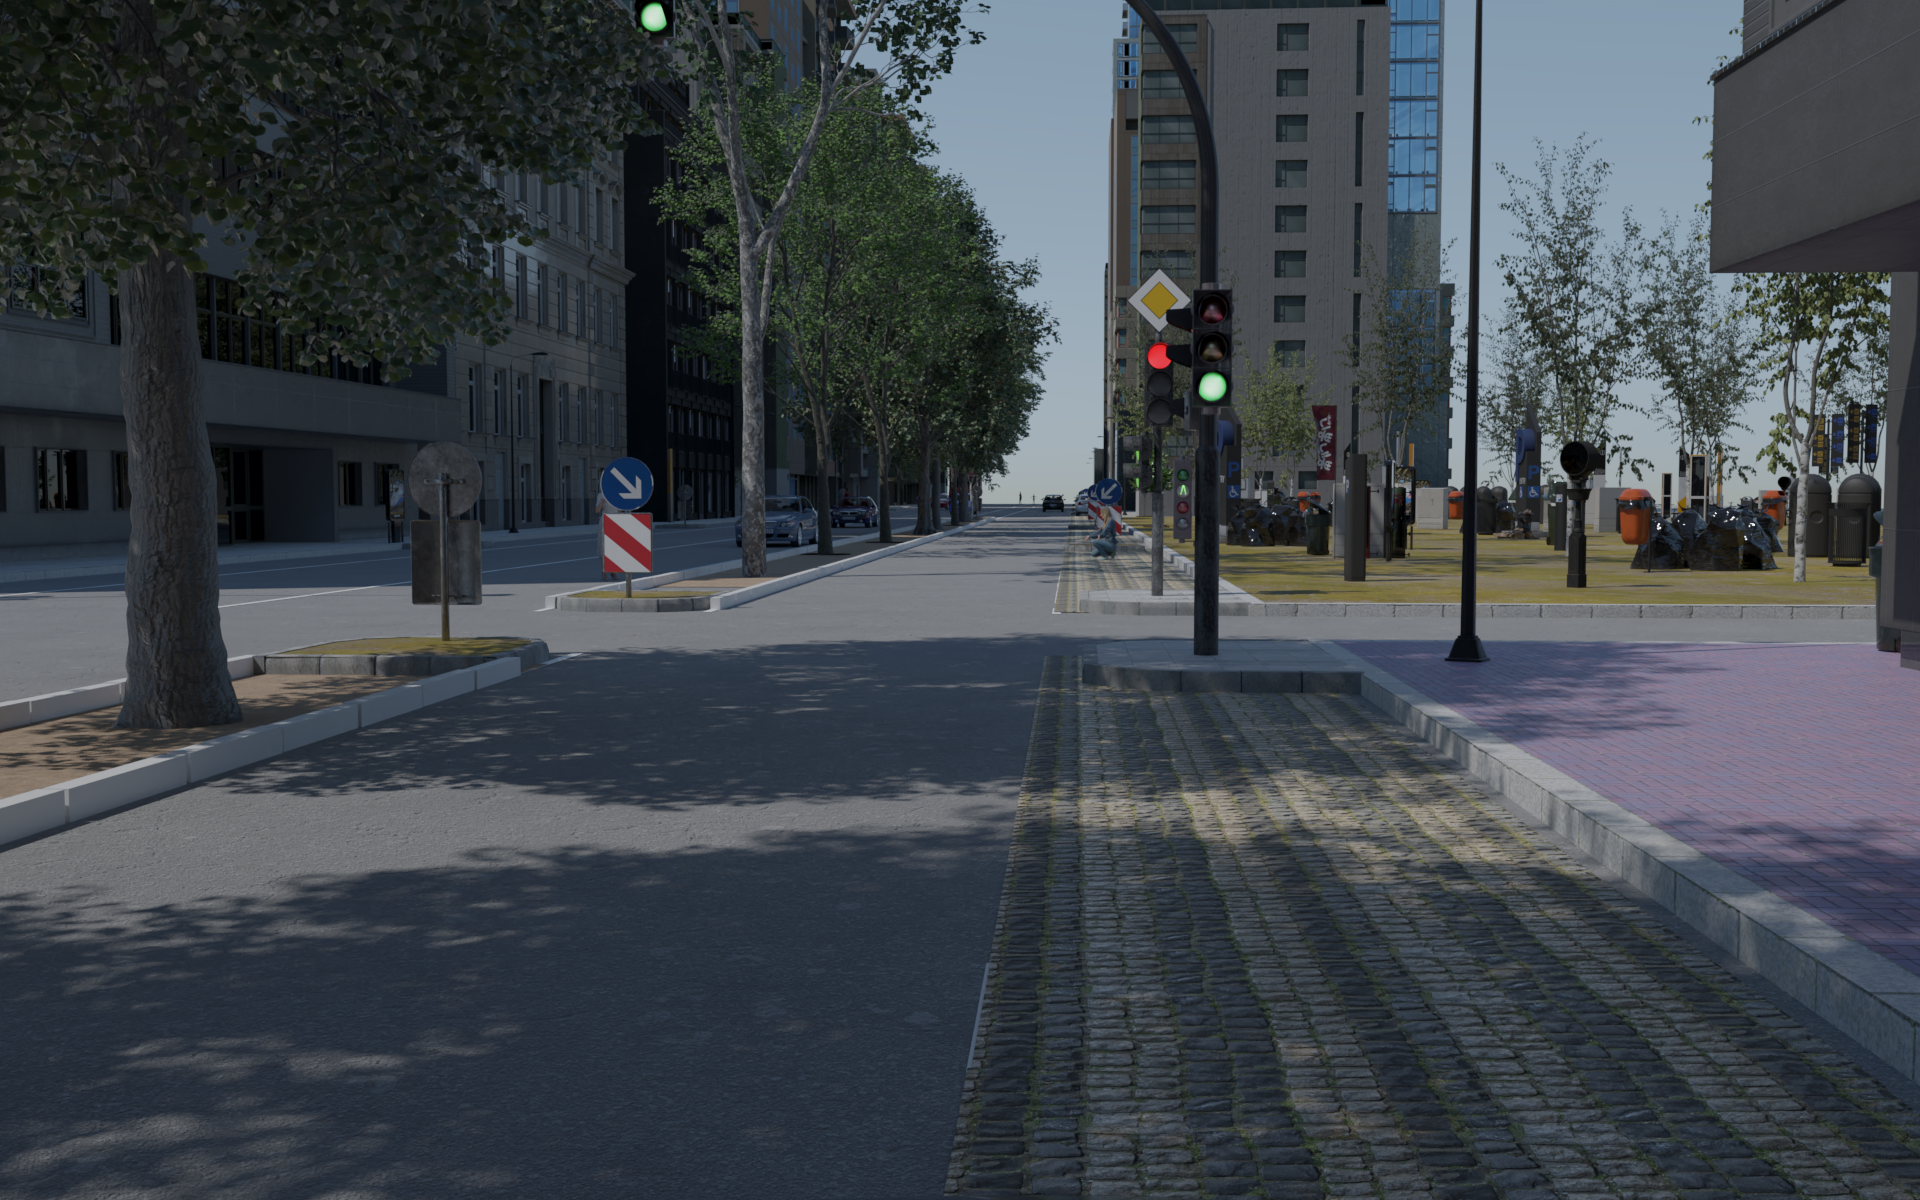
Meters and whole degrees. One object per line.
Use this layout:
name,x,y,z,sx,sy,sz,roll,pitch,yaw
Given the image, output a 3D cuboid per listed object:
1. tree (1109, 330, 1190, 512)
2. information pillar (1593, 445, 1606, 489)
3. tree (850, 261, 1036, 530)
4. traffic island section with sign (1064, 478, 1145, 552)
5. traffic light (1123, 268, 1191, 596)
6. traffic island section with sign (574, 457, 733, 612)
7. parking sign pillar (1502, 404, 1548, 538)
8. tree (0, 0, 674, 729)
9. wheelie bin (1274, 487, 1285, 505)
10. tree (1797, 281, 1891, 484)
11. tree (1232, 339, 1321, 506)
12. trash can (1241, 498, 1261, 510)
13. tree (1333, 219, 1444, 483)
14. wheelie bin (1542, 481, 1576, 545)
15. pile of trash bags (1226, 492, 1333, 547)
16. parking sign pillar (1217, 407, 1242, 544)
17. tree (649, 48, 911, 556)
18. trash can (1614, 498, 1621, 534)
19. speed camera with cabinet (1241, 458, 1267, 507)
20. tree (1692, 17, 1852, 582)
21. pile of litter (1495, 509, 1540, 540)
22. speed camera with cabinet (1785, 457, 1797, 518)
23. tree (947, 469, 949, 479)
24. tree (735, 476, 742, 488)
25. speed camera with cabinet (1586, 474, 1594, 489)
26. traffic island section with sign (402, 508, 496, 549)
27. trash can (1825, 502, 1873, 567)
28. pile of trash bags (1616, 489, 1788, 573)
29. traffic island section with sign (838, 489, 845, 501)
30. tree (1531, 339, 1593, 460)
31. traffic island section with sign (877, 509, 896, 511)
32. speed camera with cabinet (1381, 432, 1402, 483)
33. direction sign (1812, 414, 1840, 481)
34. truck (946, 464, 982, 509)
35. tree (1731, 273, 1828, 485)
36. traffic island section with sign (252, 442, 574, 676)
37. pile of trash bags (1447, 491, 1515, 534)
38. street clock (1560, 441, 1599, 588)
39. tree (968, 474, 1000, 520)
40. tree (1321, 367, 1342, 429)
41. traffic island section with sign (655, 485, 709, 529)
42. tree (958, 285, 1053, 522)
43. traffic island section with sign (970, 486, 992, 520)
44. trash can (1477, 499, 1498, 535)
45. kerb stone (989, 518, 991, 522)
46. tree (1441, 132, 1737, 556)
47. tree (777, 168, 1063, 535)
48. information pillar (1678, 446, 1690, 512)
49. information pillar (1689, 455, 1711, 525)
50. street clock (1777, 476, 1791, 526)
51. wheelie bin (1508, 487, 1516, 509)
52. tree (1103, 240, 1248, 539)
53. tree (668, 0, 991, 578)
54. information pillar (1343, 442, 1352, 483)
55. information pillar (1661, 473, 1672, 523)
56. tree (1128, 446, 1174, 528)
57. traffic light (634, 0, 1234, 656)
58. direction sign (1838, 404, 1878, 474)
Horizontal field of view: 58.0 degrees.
tree,8.831,-7.754,77.148,4.737,8.622,4.395,0,3,0
information pillar,27.597,-5.097,74.694,0.504,3.616,0.183,0,4,7
tree,-0.860,-9.054,68.619,7.486,12.596,7.792,0,3,0
traffic island section with sign,3.619,-2.136,43.552,1.989,1.847,2.006,0,4,4
traffic light,2.469,-2.006,21.724,0.839,4.253,0.868,0,4,4
traffic island section with sign,-4.046,-0.843,21.927,2.006,1.907,1.989,0,4,4
parking sign pillar,16.862,-3.847,51.378,1.447,3.967,1.447,0,4,5
tree,-4.839,-6.187,10.268,9.857,13.997,8.962,0,3,0
wheelie bin,14.064,-4.226,77.005,0.693,1.594,0.980,2,4,26
tree,30.039,-6.536,57.222,4.360,8.622,3.978,0,3,0
tree,14.442,-8.113,83.013,4.737,8.622,4.395,0,3,0
trash can,9.350,-2.701,55.807,0.748,1.137,0.748,0,3,0
tree,12.106,-5.938,47.451,4.360,8.622,3.978,0,3,0
wheelie bin,15.028,-2.162,43.259,0.980,1.594,0.693,2,4,34
pile of trash bags,8.382,-2.028,42.906,3.447,1.369,1.912,0,4,-1
parking sign pillar,6.950,-3.486,45.470,1.447,3.967,1.447,-1,4,-12
tree,-3.250,-6.852,40.250,9.928,11.665,9.643,0,3,0
trash can,21.629,-2.727,56.242,0.748,1.137,0.748,0,3,0
speed camera with cabinet,16.398,-6.225,96.114,2.038,3.252,0.660,1,4,23
tree,12.474,-4.568,25.043,4.737,8.622,4.395,0,3,0
pile of litter,15.964,-2.182,49.633,1.176,0.858,1.719,0,4,6
speed camera with cabinet,44.969,-5.988,92.239,2.038,3.252,0.660,1,4,18
tree,-2.267,-18.805,257.818,4.737,8.622,4.395,0,3,0
tree,-13.149,-6.223,96.347,1.663,3.219,1.824,0,3,0
speed camera with cabinet,34.567,-6.064,93.486,0.660,3.252,2.038,-1,4,-12
traffic island section with sign,-13.390,-2.267,45.699,1.989,1.847,2.006,0,4,4
trash can,15.690,-1.159,30.610,0.748,1.137,0.748,0,3,0
pile of trash bags,12.229,-1.196,29.301,3.447,1.369,1.912,-3,4,-38
traffic island section with sign,-8.299,-6.985,122.830,1.989,1.847,2.006,0,4,4
tree,28.202,-7.893,79.417,4.737,8.622,4.395,0,3,0
traffic island section with sign,-6.529,-8.630,149.727,1.989,1.847,2.006,0,4,4
speed camera with cabinet,13.923,-3.744,55.554,0.660,3.252,2.038,1,4,20
direction sign,24.532,-3.487,49.004,0.379,3.537,0.876,-3,4,-38
truck,0.459,-9.608,146.000,2.839,4.237,11.283,0,4,3
tree,18.821,-5.737,44.160,4.360,8.622,3.978,0,3,0
traffic island section with sign,-4.544,-0.391,14.537,2.006,1.907,1.989,0,4,4
pile of trash bags,17.245,-2.886,56.933,3.447,1.369,1.912,-3,4,-36
street clock,8.454,-1.169,23.688,0.358,2.002,0.471,-2,4,-34
tree,0.647,-8.729,95.544,4.360,8.622,3.978,0,3,0
tree,17.251,-8.482,89.037,4.737,8.622,4.395,0,3,0
traffic island section with sign,-11.608,-3.921,72.738,1.989,1.847,2.006,0,4,4
tree,0.218,-10.926,87.751,9.857,13.997,8.962,0,3,0
traffic island section with sign,0.898,-5.429,96.904,2.006,1.907,1.989,0,4,4
trash can,16.469,-2.603,54.214,0.748,1.137,0.748,0,3,0
kerb stone,1.332,-3.985,87.355,0.120,0.150,1.000,0,4,4
tree,12.670,-5.199,35.373,4.360,8.622,3.978,0,3,0
tree,-1.243,-8.595,59.989,9.611,12.733,9.660,0,3,0
information pillar,35.269,-5.694,84.448,0.504,3.616,0.183,0,4,4
information pillar,13.799,-1.703,32.338,0.304,2.012,0.304,2,4,34
street clock,33.408,-4.015,70.223,0.471,2.002,0.358,3,5,42
wheelie bin,19.429,-3.185,59.976,0.693,1.594,0.980,-1,4,-16
tree,6.372,-6.056,49.376,4.360,8.622,3.978,0,3,0
tree,-2.366,-10.385,28.144,12.611,20.169,13.585,0,3,0
information pillar,17.572,-5.331,78.519,0.183,3.616,0.504,-2,4,-26
information pillar,24.567,-3.409,60.233,0.304,2.012,0.304,1,4,15
tree,7.615,-4.557,69.102,1.663,3.219,1.824,0,3,0
traffic light,-0.151,-2.391,13.753,4.771,5.953,1.251,0,4,4
direction sign,22.721,-3.160,43.668,0.876,3.537,0.379,-1,4,-16
